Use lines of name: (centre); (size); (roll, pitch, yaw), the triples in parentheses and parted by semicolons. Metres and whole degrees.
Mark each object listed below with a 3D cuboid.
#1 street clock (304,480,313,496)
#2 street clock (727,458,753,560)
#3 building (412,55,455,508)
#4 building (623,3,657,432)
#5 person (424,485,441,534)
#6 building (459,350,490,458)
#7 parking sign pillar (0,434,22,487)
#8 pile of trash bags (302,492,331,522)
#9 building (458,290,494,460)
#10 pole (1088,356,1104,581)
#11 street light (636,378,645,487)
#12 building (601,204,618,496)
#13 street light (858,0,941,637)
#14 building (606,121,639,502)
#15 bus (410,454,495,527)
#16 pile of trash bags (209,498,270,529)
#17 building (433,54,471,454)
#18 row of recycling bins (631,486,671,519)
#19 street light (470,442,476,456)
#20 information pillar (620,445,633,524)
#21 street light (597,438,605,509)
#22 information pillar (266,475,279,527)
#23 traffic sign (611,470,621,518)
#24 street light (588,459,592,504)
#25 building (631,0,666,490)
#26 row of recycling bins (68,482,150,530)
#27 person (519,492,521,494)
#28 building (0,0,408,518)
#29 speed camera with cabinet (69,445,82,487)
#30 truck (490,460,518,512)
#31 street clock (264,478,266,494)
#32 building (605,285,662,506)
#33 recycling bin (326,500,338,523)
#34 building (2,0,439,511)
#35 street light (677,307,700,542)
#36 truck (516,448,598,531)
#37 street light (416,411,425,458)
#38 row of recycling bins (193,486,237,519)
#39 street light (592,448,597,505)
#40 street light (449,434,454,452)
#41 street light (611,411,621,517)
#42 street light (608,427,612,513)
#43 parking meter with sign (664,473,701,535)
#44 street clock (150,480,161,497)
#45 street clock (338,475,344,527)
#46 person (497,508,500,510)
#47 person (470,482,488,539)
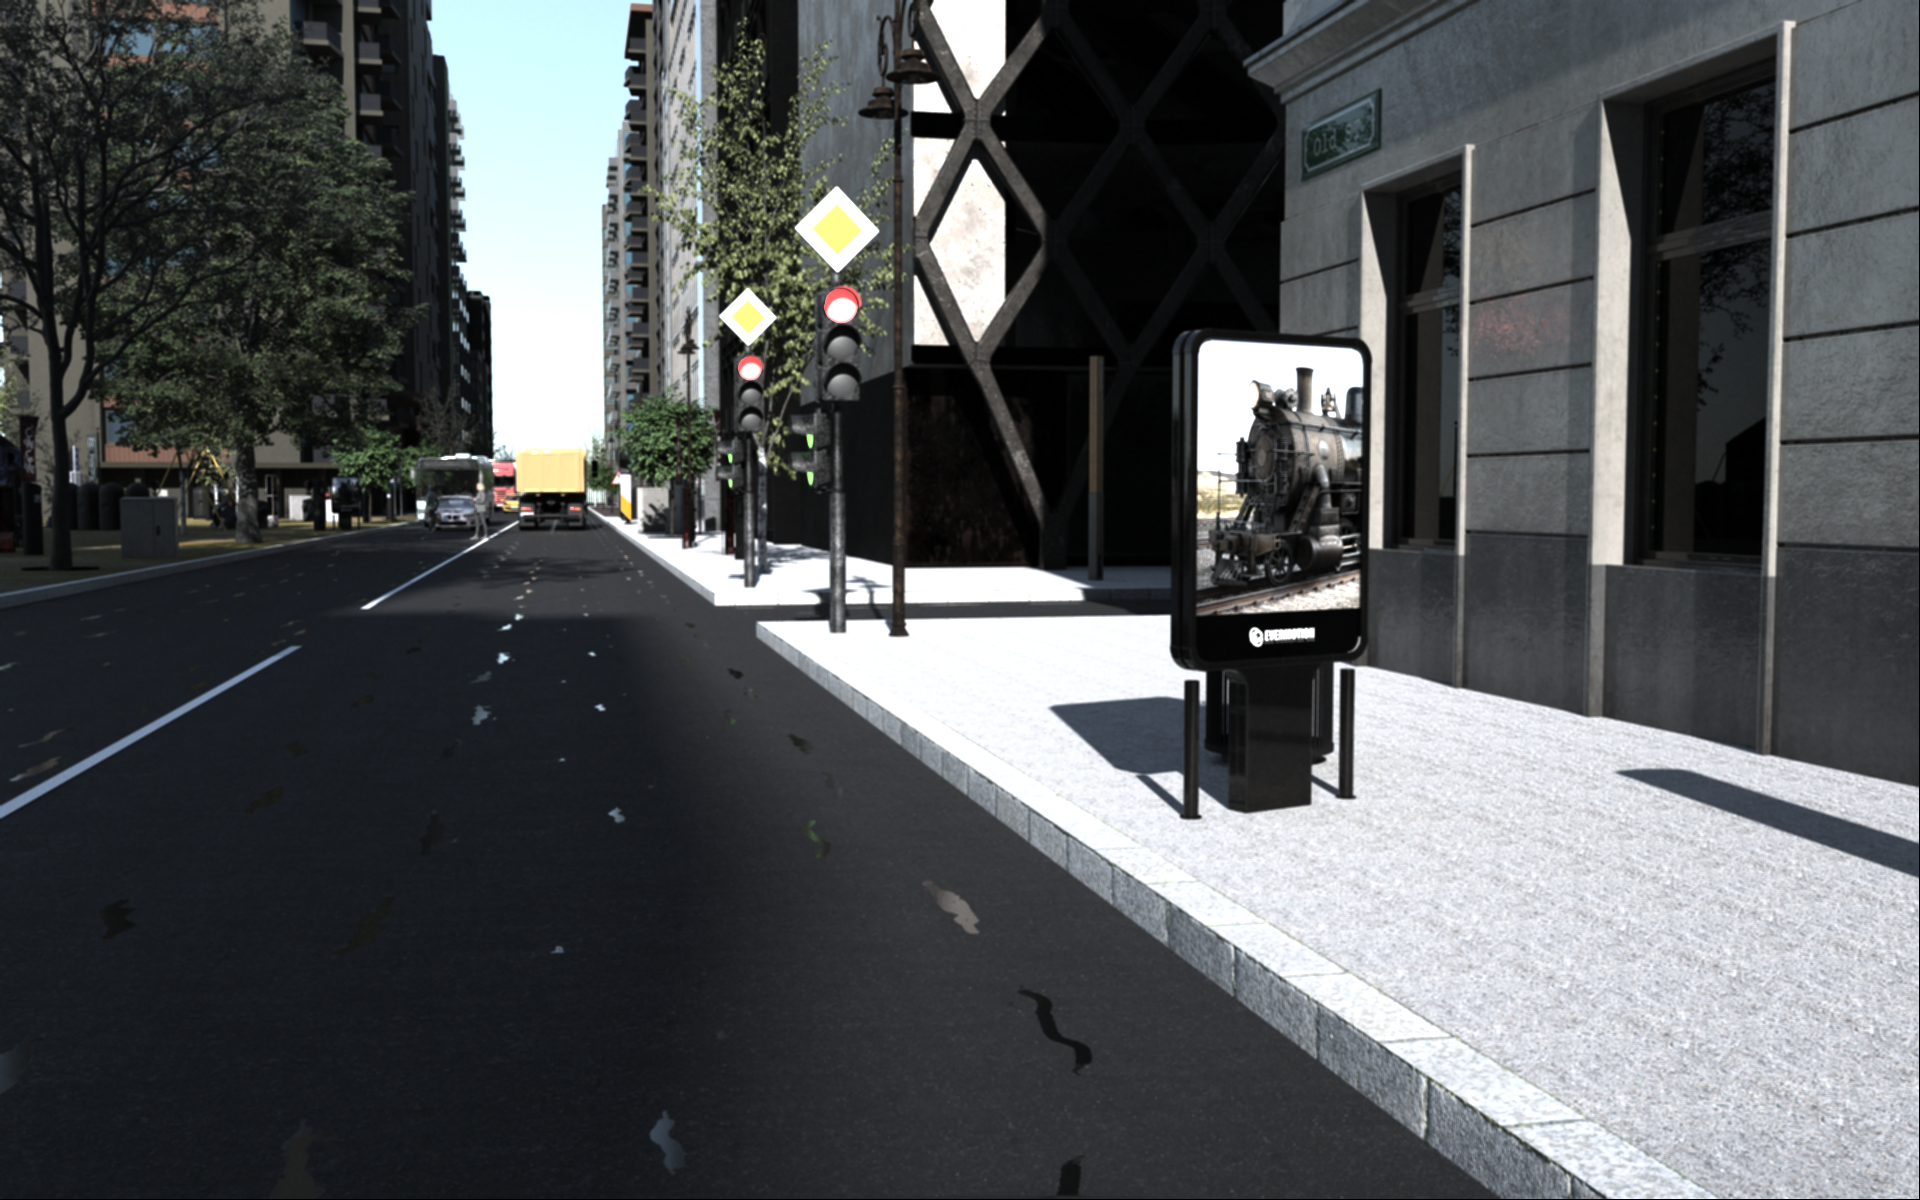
street clock: (-34.316, -5.304, 91.287); (0.358, 2.002, 0.471); (1, 4, 19)
street clock: (-4.309, -1.795, 33.918); (0.471, 2.002, 0.358); (0, 4, 3)
building: (-53.316, -28.857, 155.412); (14.154, 41.232, 14.086); (-1, 4, -13)
building: (-18.973, -30.755, 157.475); (22.147, 44.769, 28.867); (-1, 4, -13)
person: (-19.120, -3.297, 62.888); (0.515, 1.767, 0.782); (1, 4, 16)
building: (-74.353, -22.867, 218.921); (27.650, 21.520, 28.899); (-1, 4, -13)
parking sign pillar: (-38.860, -5.033, 70.761); (1.447, 3.967, 1.447); (1, 4, 18)
pile of trash bags: (-30.145, -4.423, 82.066); (1.912, 1.369, 3.447); (-1, 4, -18)
building: (-72.596, -28.706, 241.050); (14.160, 30.474, 14.107); (-1, 4, -13)
pole: (2.021, -1.947, 25.676); (0.158, 3.312, 0.155); (0, 3, 0)
street light: (-12.742, -5.898, 69.227); (0.468, 5.910, 1.993); (-1, 4, -13)
building: (-43.804, -34.471, 247.190); (14.154, 41.232, 14.086); (-1, 4, -13)
street light: (-0.553, -2.612, 15.491); (0.468, 5.910, 1.993); (-1, 4, -13)
building: (-34.491, -37.077, 225.820); (23.786, 49.044, 30.456); (-1, 4, -13)
bus: (-22.832, -5.127, 78.678); (2.948, 3.499, 13.247); (-1, 4, -12)
pile of trash bags: (-26.546, -3.322, 64.073); (1.912, 1.369, 3.447); (-2, 4, -33)
building: (-65.829, -34.864, 189.635); (23.786, 49.044, 30.456); (-1, 4, -13)
row of recycling bins: (-15.658, -4.921, 87.567); (1.069, 1.692, 3.534); (-2, 4, -35)
street light: (-42.200, -10.840, 150.021); (0.468, 5.910, 1.993); (-1, 4, -13)
information pillar: (-14.168, -5.024, 73.504); (0.504, 3.616, 0.183); (1, 4, 22)
street light: (-29.664, -10.468, 143.935); (0.468, 5.910, 1.993); (-1, 4, -13)
information pillar: (-26.522, -3.810, 66.785); (0.304, 2.012, 0.304); (1, 4, 17)
traffic sign: (-18.644, -5.794, 94.740); (0.884, 2.594, 0.081); (0, 4, -5)
street light: (-42.245, -13.842, 199.098); (0.468, 5.910, 1.993); (-1, 4, -13)
building: (-14.840, -42.449, 132.285); (20.563, 71.187, 20.611); (-1, 4, -13)
row of recycling bins: (-30.585, -3.346, 61.825); (3.534, 1.692, 1.069); (1, 4, 10)
person: (-56.898, -13.163, 223.845); (1.348, 1.807, 0.705); (1, 4, 18)
building: (-46.305, -27.606, 105.990); (22.147, 44.769, 28.867); (-1, 4, -13)
speed camera with cabinet: (-36.027, -4.693, 71.060); (0.660, 3.252, 2.038); (1, 4, 8)
truck: (-37.784, -9.409, 142.751); (2.839, 4.237, 11.283); (-1, 4, -13)
street clock: (-30.049, -4.328, 75.336); (0.358, 2.002, 0.471); (0, 4, 6)
building: (-24.732, -31.104, 200.433); (32.217, 40.220, 23.993); (-1, 4, -13)
recycling bin: (-28.106, -3.995, 77.872); (0.722, 1.027, 0.722); (-1, 4, -17)
building: (-54.946, -33.236, 132.653); (28.713, 52.752, 27.495); (-1, 4, -13)
street light: (-6.694, -4.282, 42.806); (0.468, 5.910, 1.993); (-1, 4, -13)
truck: (-16.739, -4.622, 71.490); (3.469, 3.379, 9.791); (-1, 4, -11)
street light: (-29.968, -7.557, 96.352); (0.468, 5.910, 1.993); (-1, 4, -13)
row of recycling bins: (-38.460, -5.057, 89.795); (1.069, 1.692, 3.534); (1, 4, 14)
street light: (-35.898, -12.144, 171.344); (0.468, 5.910, 1.993); (-1, 4, -13)
street light: (-36.052, -9.190, 123.042); (0.468, 5.910, 1.993); (-1, 4, -13)
street light: (-18.881, -7.535, 95.988); (0.468, 5.910, 1.993); (-1, 4, -13)
street light: (-23.491, -8.805, 116.753); (0.468, 5.910, 1.993); (-1, 4, -13)
parking meter with sign: (-8.753, -3.589, 54.938); (0.543, 3.016, 1.738); (-3, 5, -45)
street clock: (-42.366, -5.300, 91.224); (0.471, 2.002, 0.358); (1, 4, 13)
street clock: (-23.903, -3.813, 66.906); (0.471, 2.002, 0.358); (1, 4, 23)
person: (-42.591, -9.241, 159.675); (0.705, 1.814, 1.350); (0, 3, 0)
person: (-15.218, -2.822, 54.831); (0.526, 1.800, 0.537); (-2, 4, -28)
